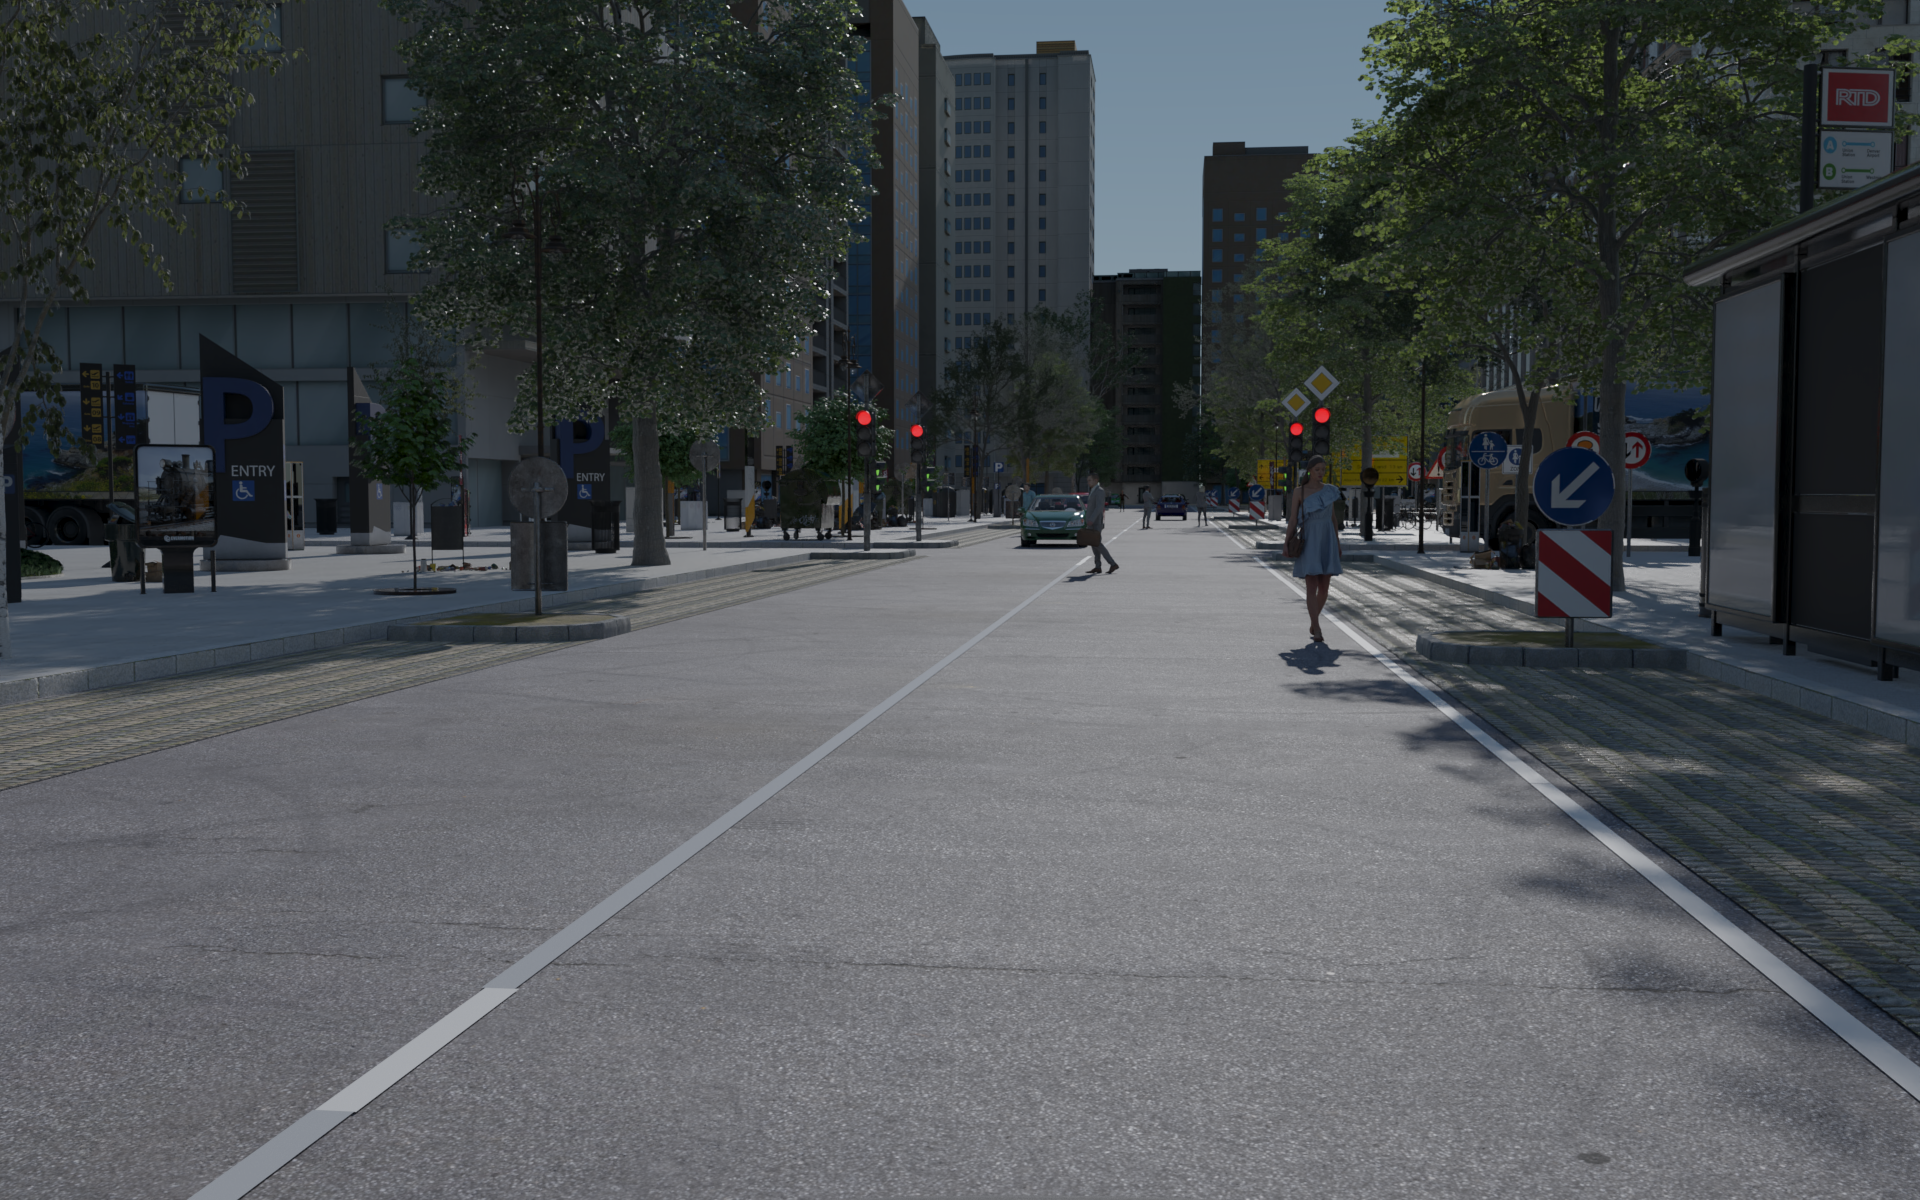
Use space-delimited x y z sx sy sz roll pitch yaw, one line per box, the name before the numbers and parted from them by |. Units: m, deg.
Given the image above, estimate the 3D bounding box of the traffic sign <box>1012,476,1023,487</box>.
traffic sign | 4.015 -7.451 121.934 0.768 2.556 0.104 1 4 9

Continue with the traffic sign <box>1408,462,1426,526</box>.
traffic sign | 18.112 -4.202 68.812 0.768 2.556 0.104 1 4 10

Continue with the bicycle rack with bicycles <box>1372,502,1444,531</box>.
bicycle rack with bicycles | 15.810 -2.978 62.080 2.852 0.926 2.925 -1 4 -21

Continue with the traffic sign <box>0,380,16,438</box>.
traffic sign | -10.381 -1.120 18.422 0.768 2.556 0.104 1 4 12

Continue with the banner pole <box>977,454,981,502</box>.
banner pole | 1.218 -7.185 107.491 0.401 3.779 0.863 2 4 31

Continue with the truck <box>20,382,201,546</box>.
truck | -25.738 -3.453 45.371 11.283 4.237 2.839 0 4 8

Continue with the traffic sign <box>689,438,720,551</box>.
traffic sign | -5.802 -2.396 39.285 0.768 2.556 0.104 1 4 16

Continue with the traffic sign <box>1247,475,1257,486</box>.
traffic sign | 19.778 -7.149 116.890 0.884 2.594 0.081 1 4 9

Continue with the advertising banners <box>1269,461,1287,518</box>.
advertising banners | 17.012 -5.883 92.379 0.090 3.025 2.074 -1 4 -19

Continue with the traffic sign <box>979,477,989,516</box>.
traffic sign | 1.403 -6.073 101.424 0.606 2.300 0.079 1 4 9

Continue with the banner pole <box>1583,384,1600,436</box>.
banner pole | 13.296 -2.830 36.281 0.401 3.779 0.863 -3 5 -43

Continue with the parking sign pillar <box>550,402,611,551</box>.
parking sign pillar | -8.733 -3.142 39.841 1.447 3.967 1.447 -2 4 -35

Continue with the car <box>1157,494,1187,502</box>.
car | 14.246 -6.524 116.451 2.009 1.686 4.222 1 4 8

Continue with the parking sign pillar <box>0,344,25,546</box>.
parking sign pillar | -17.271 -2.571 30.502 1.447 3.967 1.447 -3 4 -36

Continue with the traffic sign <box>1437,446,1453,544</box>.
traffic sign | 12.746 -2.739 44.888 0.768 2.556 0.104 1 4 10

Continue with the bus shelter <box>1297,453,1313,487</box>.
bus shelter | 18.995 -7.043 92.784 2.179 5.291 8.768 0 4 7

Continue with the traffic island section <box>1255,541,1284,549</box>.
traffic island section | 8.874 -1.441 45.843 2.009 0.180 2.903 0 4 7

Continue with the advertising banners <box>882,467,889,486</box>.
advertising banners | -4.221 -7.181 113.591 2.074 3.025 0.090 -2 4 -26

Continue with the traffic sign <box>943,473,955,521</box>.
traffic sign | -0.540 -4.901 82.254 0.606 2.300 0.079 1 4 17

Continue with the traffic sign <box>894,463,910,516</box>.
traffic sign | -2.329 -4.293 70.302 0.768 2.556 0.104 1 4 16

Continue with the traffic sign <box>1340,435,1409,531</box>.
traffic sign | 14.222 -4.014 59.498 2.265 3.308 0.079 1 4 15

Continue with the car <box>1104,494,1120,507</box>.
car | 16.901 -11.176 191.529 1.959 1.807 4.718 0 4 7

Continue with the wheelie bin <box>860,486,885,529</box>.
wheelie bin | -3.189 -3.432 64.025 0.980 1.594 0.693 -2 4 -30

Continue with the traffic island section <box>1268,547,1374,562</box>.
traffic island section | 7.890 -0.956 37.918 2.009 0.180 2.903 0 4 7

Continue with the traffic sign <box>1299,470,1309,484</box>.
traffic sign | 14.581 -4.337 73.047 0.606 2.300 0.079 1 4 12

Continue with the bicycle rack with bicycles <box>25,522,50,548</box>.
bicycle rack with bicycles | -22.686 -1.604 39.611 2.925 0.926 2.852 -1 4 -16

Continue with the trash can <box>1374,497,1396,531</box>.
trash can | 14.736 -2.964 60.116 0.748 1.137 0.748 0 3 0

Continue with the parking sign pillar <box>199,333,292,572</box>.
parking sign pillar | -12.054 -2.487 29.130 1.447 3.967 1.447 -1 4 -17

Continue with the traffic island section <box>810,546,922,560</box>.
traffic island section | -2.124 -1.032 39.162 2.009 0.180 2.903 0 4 7

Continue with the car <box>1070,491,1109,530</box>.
car | 4.963 -3.751 70.370 2.155 1.783 4.494 0 4 6

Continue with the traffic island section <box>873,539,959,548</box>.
traffic island section | -1.140 -1.517 47.086 2.009 0.180 2.903 0 4 7

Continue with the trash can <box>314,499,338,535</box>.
trash can | -19.962 -2.625 54.569 0.748 1.137 0.748 0 3 0

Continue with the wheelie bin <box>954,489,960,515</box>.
wheelie bin | -0.264 -6.034 106.569 0.980 1.594 0.693 -3 4 -37

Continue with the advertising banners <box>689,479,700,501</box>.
advertising banners | -14.013 -5.833 91.560 0.090 3.025 2.074 -2 4 -24

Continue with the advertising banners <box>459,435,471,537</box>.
advertising banners | -14.862 -3.411 51.956 0.090 3.025 2.074 0 4 -8

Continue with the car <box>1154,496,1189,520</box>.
car | 11.678 -5.080 95.637 1.945 1.354 3.894 0 4 7

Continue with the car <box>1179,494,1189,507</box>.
car | 18.100 -8.243 144.561 2.009 1.686 4.222 0 4 6

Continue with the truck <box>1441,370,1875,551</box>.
truck | 16.493 -3.155 40.502 11.283 4.237 2.839 0 4 6

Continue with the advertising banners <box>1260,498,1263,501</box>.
advertising banners | 17.893 -6.518 102.753 0.090 3.025 2.074 2 4 28

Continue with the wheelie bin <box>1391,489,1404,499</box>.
wheelie bin | 25.858 -5.785 102.494 0.693 1.594 0.980 1 4 20

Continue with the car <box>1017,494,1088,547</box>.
car | 2.707 -2.229 48.242 2.131 1.459 4.920 0 4 6

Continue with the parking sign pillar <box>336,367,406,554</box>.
parking sign pillar | -12.741 -2.991 37.370 1.447 3.967 1.447 0 4 2

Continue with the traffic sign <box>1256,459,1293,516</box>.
traffic sign | 18.236 -6.481 99.834 2.265 3.308 0.079 1 4 15

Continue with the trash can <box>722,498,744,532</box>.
trash can | -7.776 -2.912 59.266 0.748 1.137 0.748 0 3 0

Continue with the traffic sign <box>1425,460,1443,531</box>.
traffic sign | 16.456 -3.645 59.596 0.884 2.594 0.081 1 4 11

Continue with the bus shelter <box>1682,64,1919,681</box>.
bus shelter | 7.404 -2.223 13.981 2.179 5.291 8.768 0 4 7

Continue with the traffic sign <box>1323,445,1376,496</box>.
traffic sign | 15.607 -4.640 69.745 2.265 3.308 0.079 0 4 8

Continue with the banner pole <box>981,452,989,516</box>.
banner pole | 1.607 -6.940 103.480 0.401 3.779 0.863 0 4 1

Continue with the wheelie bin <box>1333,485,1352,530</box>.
wheelie bin | 13.361 -3.291 61.716 0.693 1.594 0.980 0 4 -7

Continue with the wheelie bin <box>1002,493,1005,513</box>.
wheelie bin | 3.203 -6.464 113.591 0.693 1.594 0.980 2 4 29
